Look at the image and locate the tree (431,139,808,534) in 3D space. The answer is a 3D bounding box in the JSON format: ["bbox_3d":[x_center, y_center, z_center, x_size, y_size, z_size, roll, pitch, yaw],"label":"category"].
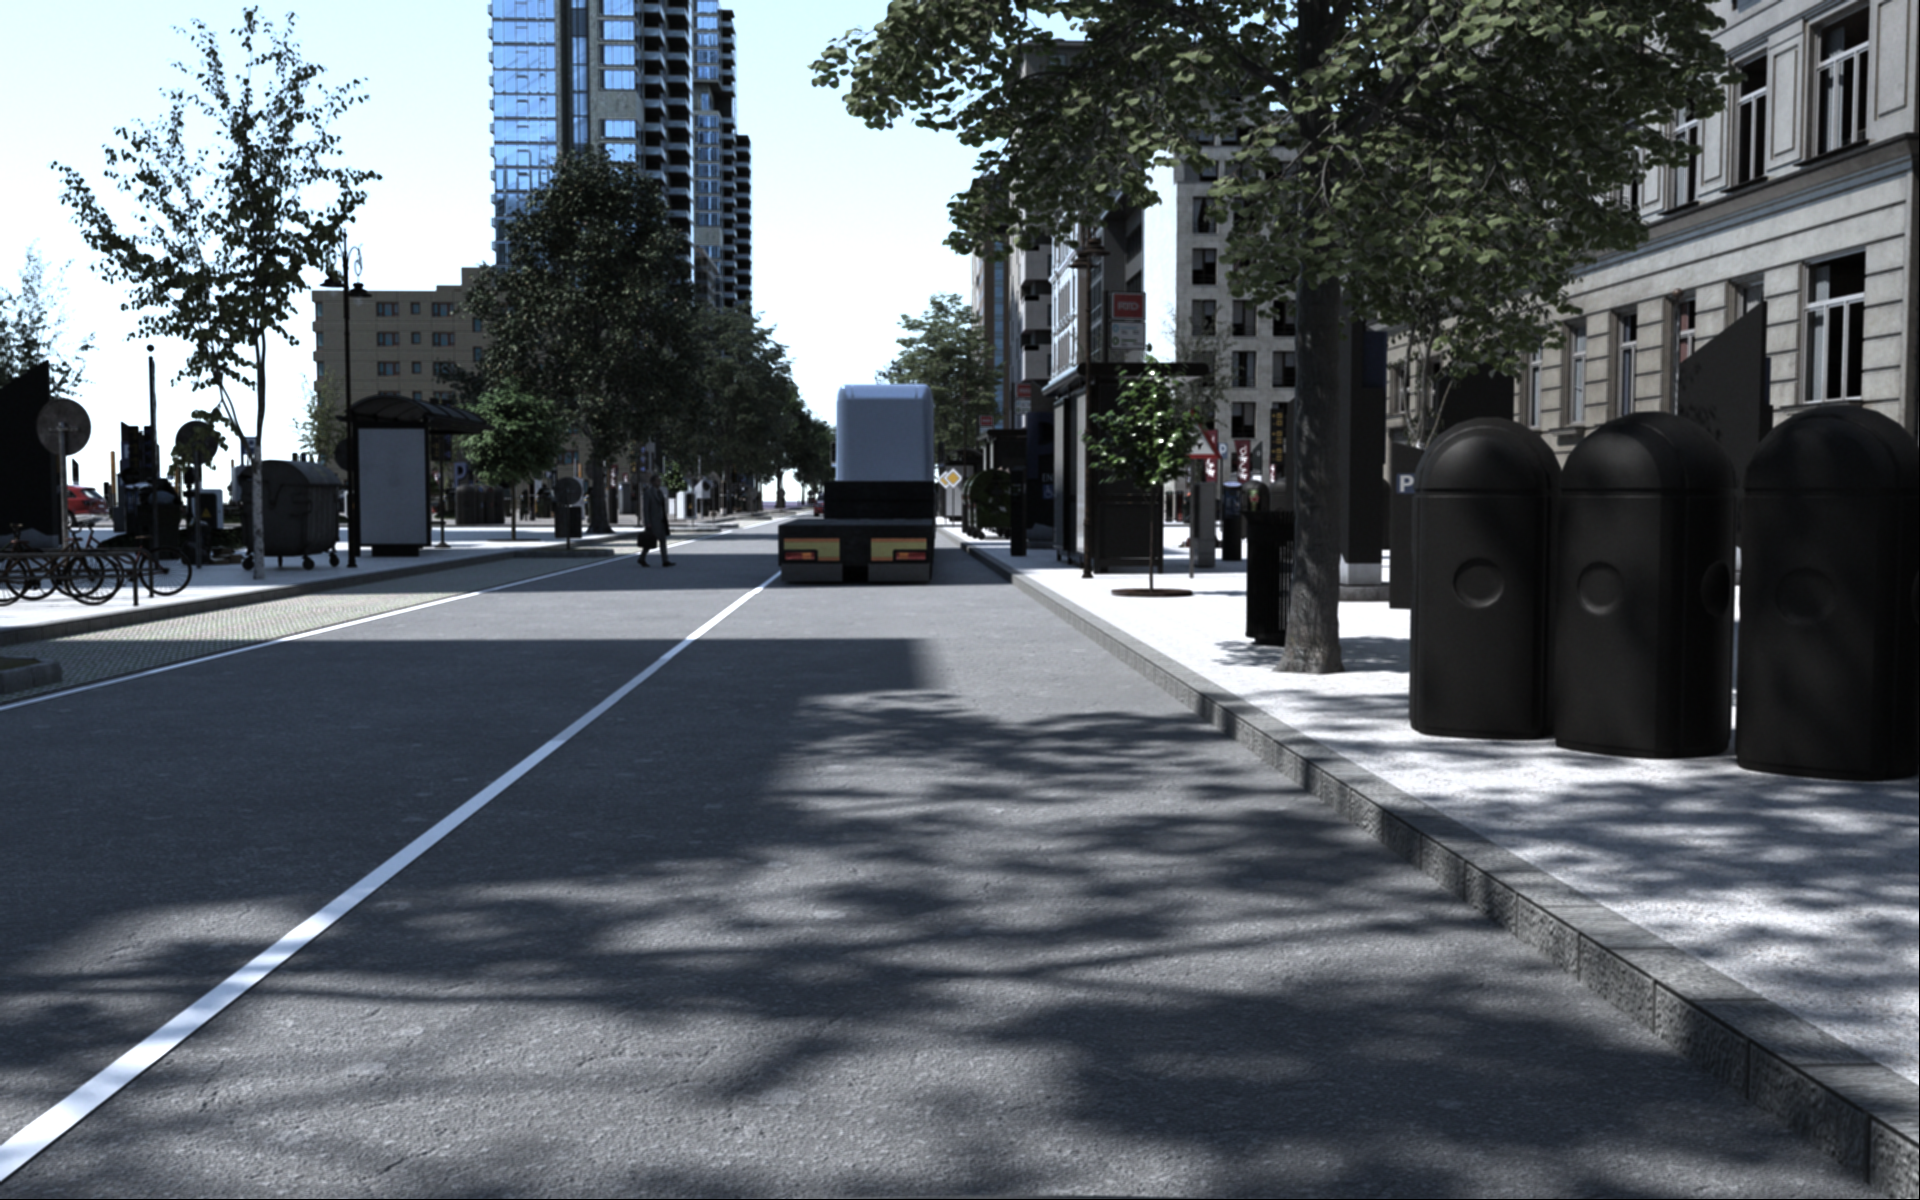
[{"bbox_3d":[-11.857,-8.515,56.234,9.611,12.733,9.660,0,3,0],"label":"tree"}]

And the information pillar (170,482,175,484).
[{"bbox_3d":[-49.794,-6.428,109.593,0.304,2.012,0.304,-1,4,-16],"label":"information pillar"}]

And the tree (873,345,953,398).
[{"bbox_3d":[-3.966,-21.960,214.934,12.611,20.169,13.585,0,3,0],"label":"tree"}]

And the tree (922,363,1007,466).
[{"bbox_3d":[-1.214,-11.043,114.973,8.767,10.594,7.601,0,4,-3],"label":"tree"}]

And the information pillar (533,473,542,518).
[{"bbox_3d":[-23.053,-6.306,94.452,0.504,3.616,0.183,-2,4,-31],"label":"information pillar"}]

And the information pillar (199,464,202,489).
[{"bbox_3d":[-48.374,-7.270,110.221,0.183,3.616,0.504,0,4,7],"label":"information pillar"}]

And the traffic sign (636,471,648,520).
[{"bbox_3d":[-15.576,-5.157,84.419,0.768,2.556,0.104,0,4,3],"label":"traffic sign"}]

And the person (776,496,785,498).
[{"bbox_3d":[-23.488,-13.298,226.653,1.217,1.736,0.721,0,4,-6],"label":"person"}]

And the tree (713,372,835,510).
[{"bbox_3d":[-16.437,-13.147,140.712,9.928,11.665,9.643,0,3,0],"label":"tree"}]

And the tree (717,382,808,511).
[{"bbox_3d":[-15.343,-12.024,131.009,8.767,10.594,7.601,3,5,39],"label":"tree"}]

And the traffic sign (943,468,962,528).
[{"bbox_3d":[-0.261,-3.805,65.855,0.795,2.450,0.064,0,4,-3],"label":"traffic sign"}]

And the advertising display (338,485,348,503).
[{"bbox_3d":[-43.629,-7.158,122.248,0.123,1.923,0.974,3,4,36],"label":"advertising display"}]

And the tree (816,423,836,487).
[{"bbox_3d":[-23.462,-24.423,305.974,9.857,13.997,8.962,0,3,0],"label":"tree"}]

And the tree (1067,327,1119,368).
[{"bbox_3d":[5.732,-7.665,75.678,4.360,8.622,3.978,0,3,0],"label":"tree"}]

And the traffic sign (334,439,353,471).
[{"bbox_3d":[-13.767,-2.387,39.141,0.768,2.556,0.104,0,4,6],"label":"traffic sign"}]

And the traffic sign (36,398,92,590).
[{"bbox_3d":[-11.905,-1.401,23.012,0.768,2.556,0.104,0,4,5],"label":"traffic sign"}]

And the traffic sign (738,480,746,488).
[{"bbox_3d":[-18.499,-8.943,146.318,0.768,2.556,0.104,0,4,2],"label":"traffic sign"}]

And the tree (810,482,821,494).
[{"bbox_3d":[-21.455,-16.009,256.340,1.663,3.219,1.824,0,3,0],"label":"tree"}]

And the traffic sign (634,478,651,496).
[{"bbox_3d":[-16.050,-5.355,87.561,0.884,2.594,0.081,0,4,6],"label":"traffic sign"}]

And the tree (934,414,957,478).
[{"bbox_3d":[-1.291,-10.896,128.511,4.737,8.622,4.395,0,3,0],"label":"tree"}]

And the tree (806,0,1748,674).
[{"bbox_3d":[2.479,-5.779,12.610,7.486,12.596,7.792,0,3,0],"label":"tree"}]

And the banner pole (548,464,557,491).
[{"bbox_3d":[-29.557,-8.288,125.530,0.863,3.779,0.401,-2,4,-34],"label":"banner pole"}]

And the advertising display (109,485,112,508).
[{"bbox_3d":[-59.482,-7.114,121.519,0.123,1.923,0.974,-1,4,-11],"label":"advertising display"}]

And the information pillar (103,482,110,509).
[{"bbox_3d":[-51.377,-6.104,104.294,0.304,2.012,0.304,-1,4,-20],"label":"information pillar"}]

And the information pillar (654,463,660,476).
[{"bbox_3d":[-22.871,-8.524,130.726,0.504,3.616,0.183,2,4,32],"label":"information pillar"}]

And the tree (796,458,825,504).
[{"bbox_3d":[-19.875,-16.777,224.665,4.360,8.622,3.978,0,3,0],"label":"tree"}]

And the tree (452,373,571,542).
[{"bbox_3d":[-12.300,-3.886,47.251,4.285,4.588,4.351,0,3,0],"label":"tree"}]

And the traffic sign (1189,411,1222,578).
[{"bbox_3d":[3.528,-1.609,26.316,0.884,2.594,0.081,0,4,5],"label":"traffic sign"}]

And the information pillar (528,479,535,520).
[{"bbox_3d":[-21.148,-4.958,85.549,0.304,2.012,0.304,-1,4,-16],"label":"information pillar"}]

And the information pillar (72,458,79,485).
[{"bbox_3d":[-56.923,-7.348,111.493,0.183,3.616,0.504,1,4,19],"label":"information pillar"}]

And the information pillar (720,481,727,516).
[{"bbox_3d":[-13.621,-5.820,99.645,0.304,2.012,0.304,-3,5,-45],"label":"information pillar"}]

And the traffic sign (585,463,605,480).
[{"bbox_3d":[-13.617,-3.947,64.634,0.768,2.556,0.104,0,4,5],"label":"traffic sign"}]

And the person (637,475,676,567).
[{"bbox_3d":[-5.991,-1.563,34.160,0.767,1.812,0.694,2,4,27],"label":"person"}]

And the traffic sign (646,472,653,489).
[{"bbox_3d":[-15.950,-5.360,88.820,0.795,2.450,0.064,0,3,0],"label":"traffic sign"}]

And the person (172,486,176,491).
[{"bbox_3d":[-30.512,-3.545,67.136,0.731,1.740,0.598,0,4,8],"label":"person"}]

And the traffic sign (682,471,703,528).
[{"bbox_3d":[-10.096,-3.780,65.444,0.795,2.450,0.064,0,4,-3],"label":"traffic sign"}]

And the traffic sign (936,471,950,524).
[{"bbox_3d":[-0.612,-4.293,73.832,0.795,2.450,0.064,0,4,-3],"label":"traffic sign"}]

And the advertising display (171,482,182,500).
[{"bbox_3d":[-43.785,-5.600,96.774,0.974,1.923,0.123,3,4,39],"label":"advertising display"}]

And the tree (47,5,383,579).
[{"bbox_3d":[-10.817,-4.620,25.893,4.737,8.622,4.395,0,3,0],"label":"tree"}]

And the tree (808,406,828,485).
[{"bbox_3d":[-17.202,-15.062,163.277,9.611,12.733,9.660,0,3,0],"label":"tree"}]

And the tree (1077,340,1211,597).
[{"bbox_3d":[2.303,-1.675,21.986,1.663,3.219,1.824,0,3,0],"label":"tree"}]

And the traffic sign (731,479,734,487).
[{"bbox_3d":[-18.238,-8.355,136.703,0.768,2.556,0.104,0,4,1],"label":"traffic sign"}]

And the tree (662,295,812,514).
[{"bbox_3d":[-14.967,-12.455,110.294,9.857,13.997,8.962,0,3,0],"label":"tree"}]

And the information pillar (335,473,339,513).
[{"bbox_3d":[-21.562,-3.363,59.482,0.304,2.012,0.304,1,4,18],"label":"information pillar"}]

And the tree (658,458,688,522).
[{"bbox_3d":[-13.227,-5.282,80.965,1.663,3.219,1.824,0,3,0],"label":"tree"}]

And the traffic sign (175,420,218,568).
[{"bbox_3d":[-13.176,-1.823,29.908,0.768,2.556,0.104,0,4,3],"label":"traffic sign"}]

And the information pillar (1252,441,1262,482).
[{"bbox_3d":[13.105,-5.198,76.343,0.504,3.616,0.183,3,5,44],"label":"information pillar"}]

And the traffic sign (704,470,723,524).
[{"bbox_3d":[-10.448,-4.268,73.421,0.795,2.450,0.064,0,4,-3],"label":"traffic sign"}]

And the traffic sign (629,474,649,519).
[{"bbox_3d":[-14.202,-4.686,76.627,0.884,2.594,0.081,0,4,5],"label":"traffic sign"}]

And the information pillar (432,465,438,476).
[{"bbox_3d":[-42.578,-9.122,140.500,0.504,3.616,0.183,-2,4,-33],"label":"information pillar"}]
